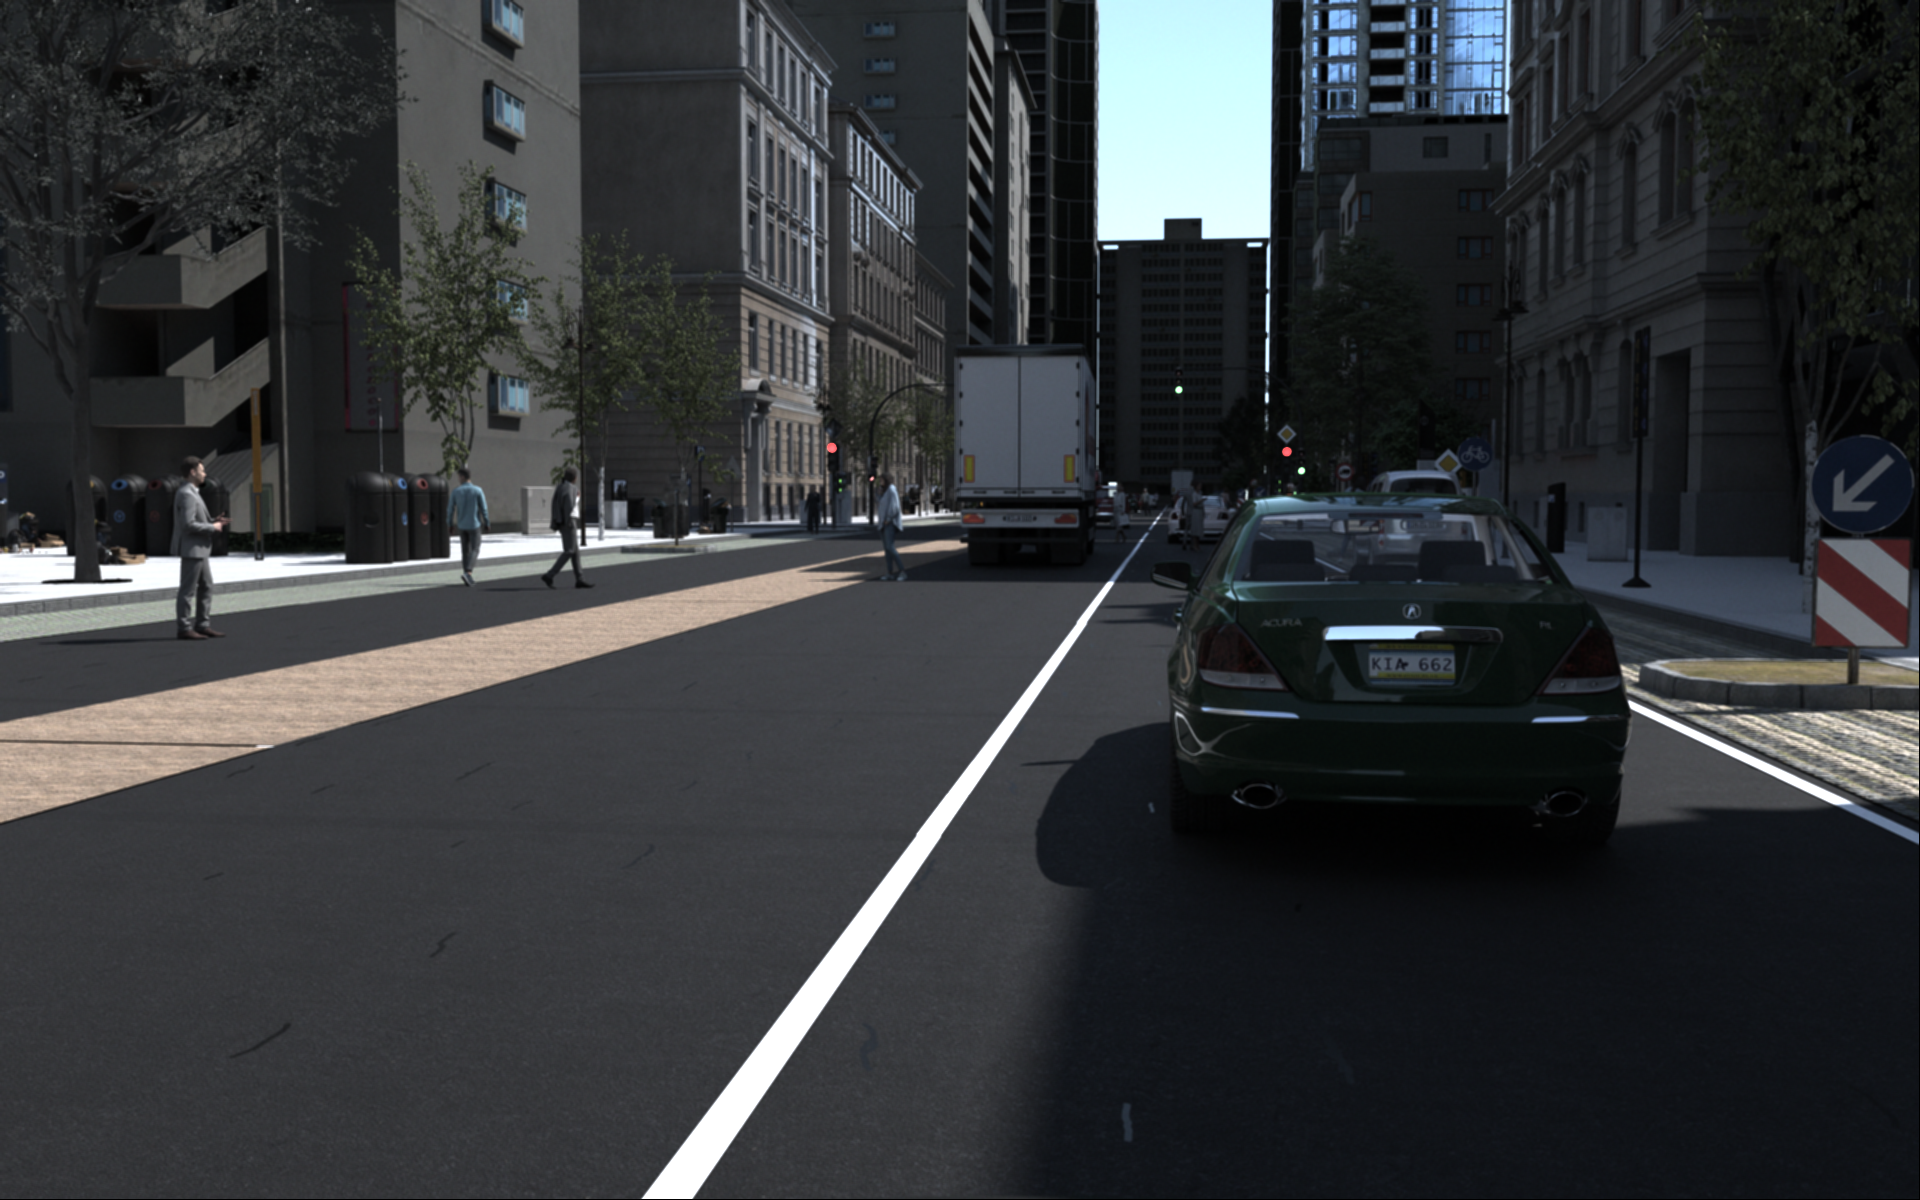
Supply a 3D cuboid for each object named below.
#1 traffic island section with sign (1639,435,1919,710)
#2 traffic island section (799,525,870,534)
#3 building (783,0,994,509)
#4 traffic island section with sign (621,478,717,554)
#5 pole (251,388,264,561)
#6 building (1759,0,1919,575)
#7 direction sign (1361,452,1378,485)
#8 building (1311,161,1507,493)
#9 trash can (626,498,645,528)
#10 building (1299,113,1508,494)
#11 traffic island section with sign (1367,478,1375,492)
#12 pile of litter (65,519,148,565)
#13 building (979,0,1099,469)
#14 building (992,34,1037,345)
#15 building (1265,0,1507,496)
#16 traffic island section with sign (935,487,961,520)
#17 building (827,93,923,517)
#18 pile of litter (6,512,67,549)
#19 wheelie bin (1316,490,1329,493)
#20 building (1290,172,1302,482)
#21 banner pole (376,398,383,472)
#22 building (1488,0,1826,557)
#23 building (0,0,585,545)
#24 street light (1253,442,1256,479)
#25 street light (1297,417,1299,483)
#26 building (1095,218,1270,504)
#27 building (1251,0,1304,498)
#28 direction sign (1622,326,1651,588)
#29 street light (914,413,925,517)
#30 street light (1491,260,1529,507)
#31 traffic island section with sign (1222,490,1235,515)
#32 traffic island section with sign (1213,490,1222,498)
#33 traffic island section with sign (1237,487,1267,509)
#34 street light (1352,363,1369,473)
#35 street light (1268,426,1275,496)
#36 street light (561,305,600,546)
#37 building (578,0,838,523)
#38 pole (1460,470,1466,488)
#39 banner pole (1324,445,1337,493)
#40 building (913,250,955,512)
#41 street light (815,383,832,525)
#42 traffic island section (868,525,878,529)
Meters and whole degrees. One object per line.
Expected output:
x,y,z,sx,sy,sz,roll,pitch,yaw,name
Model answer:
6.020,-0.229,12.376,1.989,1.847,2.006,0,4,7,traffic island section with sign
-4.686,-2.555,64.056,2.009,0.180,2.903,0,4,7,traffic island section
-8.636,-32.704,158.410,21.300,48.544,21.600,0,4,7,building
-7.048,-2.066,42.410,1.989,1.847,2.006,0,4,7,traffic island section with sign
-13.565,-2.421,33.422,0.158,3.312,0.155,0,3,0,pole
21.243,-9.635,24.977,16.820,18.784,16.811,0,4,7,building
21.962,-6.176,92.967,0.876,3.537,0.379,0,4,-6,direction sign
36.713,-15.959,105.975,27.650,21.520,28.899,0,4,7,building
-12.205,-3.275,65.192,0.748,1.137,0.748,0,3,0,trash can
34.573,-22.259,135.642,14.160,30.474,14.107,0,4,7,building
9.340,-1.865,39.127,1.989,1.847,2.006,0,4,7,traffic island section with sign
-15.616,-1.100,31.951,1.176,0.858,1.719,-1,4,-15,pile of litter
8.605,-49.157,241.965,20.611,71.187,20.563,0,4,7,building
-5.777,-37.773,206.820,27.495,52.752,28.713,0,4,7,building
58.105,-56.474,236.027,31.000,86.520,22.319,0,4,7,building
-0.281,-5.387,96.708,1.989,1.847,2.006,0,4,7,traffic island section with sign
-10.214,-19.006,108.018,12.463,27.353,25.104,0,4,7,building
-22.027,-1.680,41.426,1.176,0.858,1.719,2,4,28,pile of litter
19.170,-5.135,91.861,0.980,1.594,0.693,0,4,-5,wheelie bin
36.997,-23.561,156.920,14.160,30.474,14.107,0,4,7,building
-15.251,-3.400,45.613,0.401,3.779,0.863,-1,4,-13,banner pole
22.676,-15.759,45.057,14.401,28.519,23.554,0,4,7,building
-25.518,-26.256,52.986,21.600,48.544,21.300,0,4,7,building
24.425,-10.456,143.743,0.468,5.910,1.993,0,4,7,street light
17.865,-7.240,91.164,0.468,5.910,1.993,0,4,7,street light
31.551,-33.934,246.704,23.993,40.220,32.217,0,4,7,building
45.119,-46.807,203.547,20.563,71.187,20.611,0,4,7,building
9.342,-1.946,23.810,0.379,3.537,0.876,1,4,10,direction sign
-2.291,-7.692,98.559,0.468,5.910,1.993,0,4,7,street light
10.900,-3.771,34.449,0.468,5.910,1.993,0,4,7,street light
19.535,-6.876,121.043,1.989,1.847,2.006,0,4,7,traffic island section with sign
29.146,-11.592,198.153,1.989,1.847,2.006,0,4,7,traffic island section with sign
16.204,-5.240,94.294,1.989,1.847,2.006,0,4,7,traffic island section with sign
14.131,-5.410,61.236,0.468,5.910,1.993,0,4,7,street light
21.077,-8.845,117.408,0.468,5.910,1.993,0,4,7,street light
-9.300,-4.269,42.593,0.468,5.910,1.993,0,4,7,street light
-14.477,-18.337,85.708,13.634,28.700,20.117,0,4,7,building
16.409,-3.834,56.524,0.158,3.312,0.155,0,3,0,pole
18.242,-5.844,85.565,0.863,3.779,0.401,3,5,40,banner pole
-7.493,-18.047,131.220,11.583,22.565,21.152,0,4,7,building
-5.653,-6.088,72.334,0.468,5.910,1.993,0,4,7,street light
-3.699,-3.040,71.980,2.009,0.180,2.903,0,4,7,traffic island section
